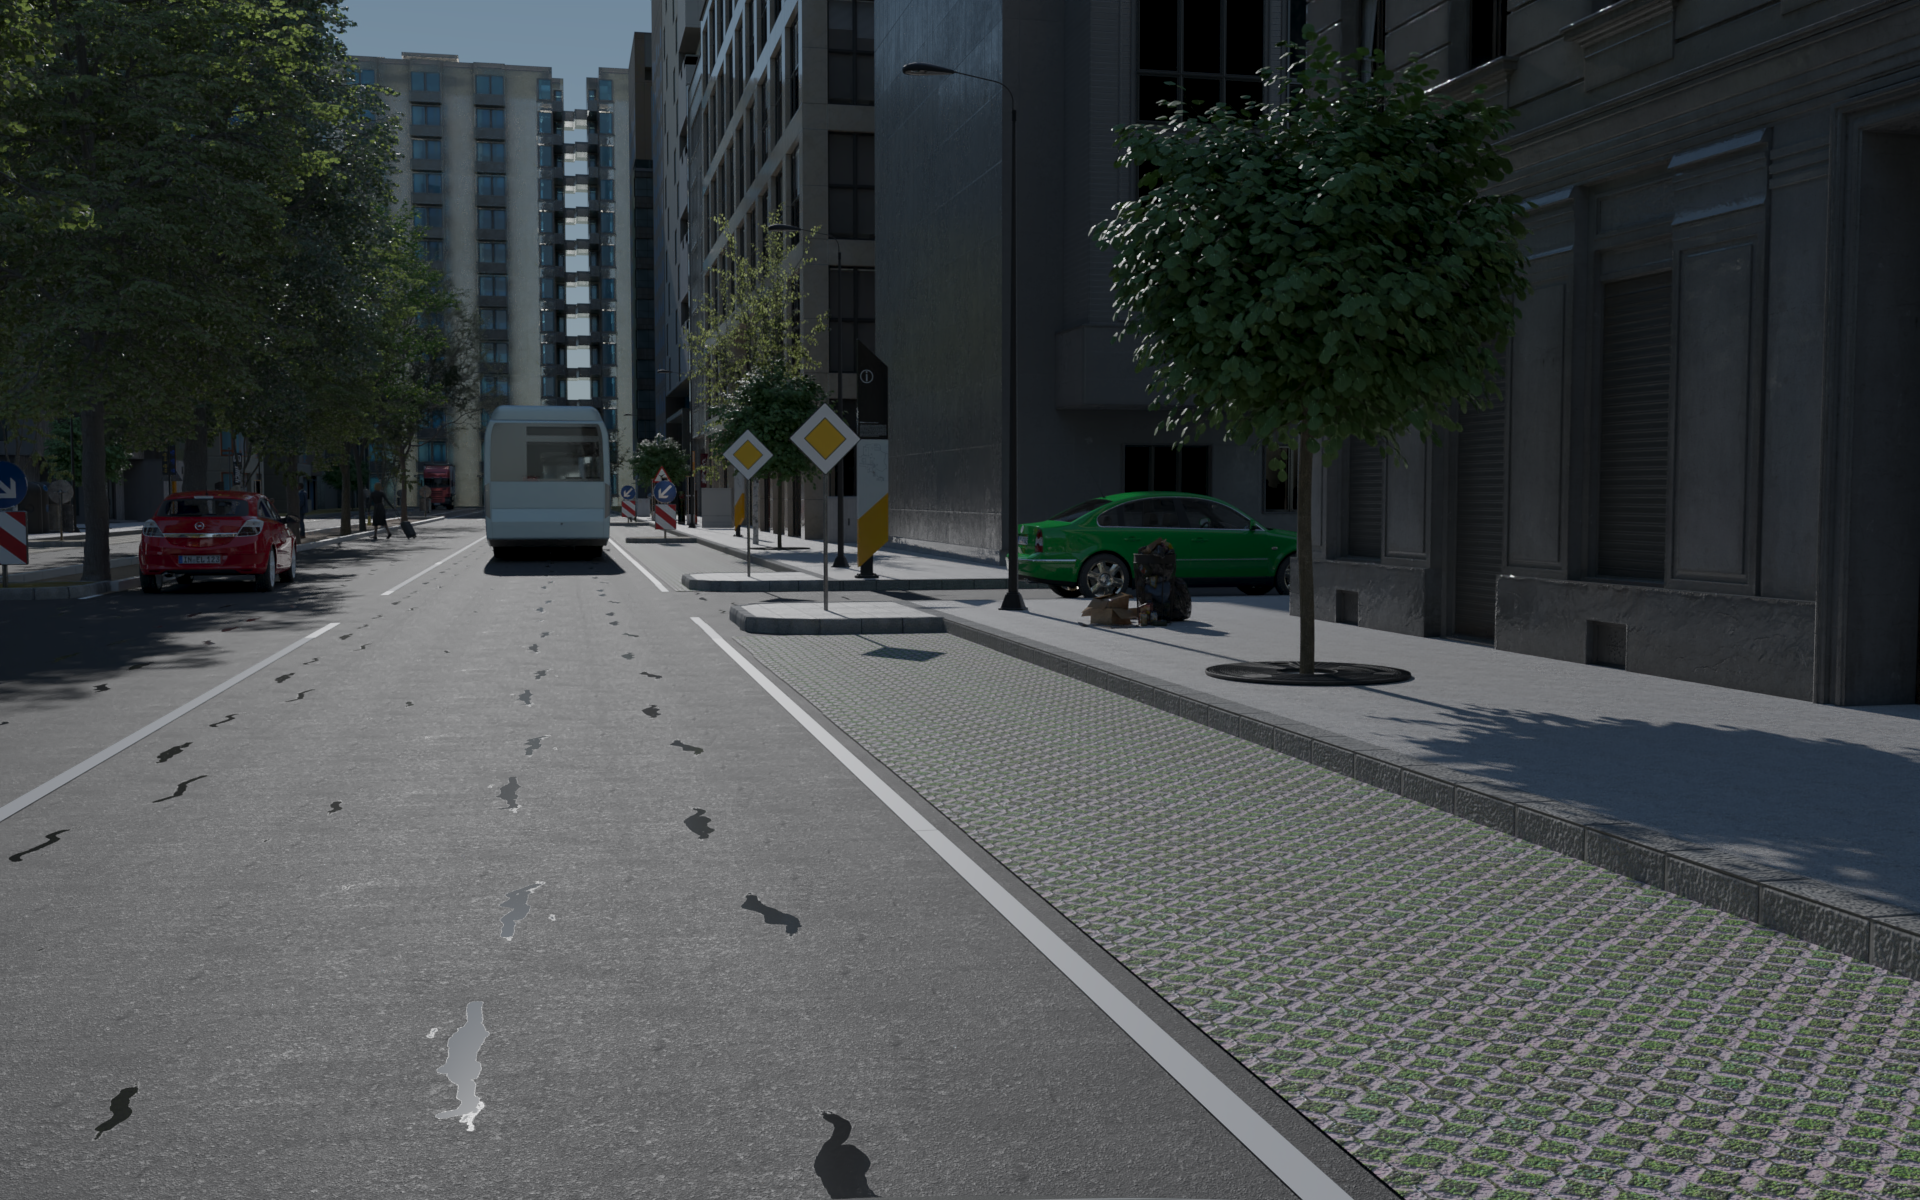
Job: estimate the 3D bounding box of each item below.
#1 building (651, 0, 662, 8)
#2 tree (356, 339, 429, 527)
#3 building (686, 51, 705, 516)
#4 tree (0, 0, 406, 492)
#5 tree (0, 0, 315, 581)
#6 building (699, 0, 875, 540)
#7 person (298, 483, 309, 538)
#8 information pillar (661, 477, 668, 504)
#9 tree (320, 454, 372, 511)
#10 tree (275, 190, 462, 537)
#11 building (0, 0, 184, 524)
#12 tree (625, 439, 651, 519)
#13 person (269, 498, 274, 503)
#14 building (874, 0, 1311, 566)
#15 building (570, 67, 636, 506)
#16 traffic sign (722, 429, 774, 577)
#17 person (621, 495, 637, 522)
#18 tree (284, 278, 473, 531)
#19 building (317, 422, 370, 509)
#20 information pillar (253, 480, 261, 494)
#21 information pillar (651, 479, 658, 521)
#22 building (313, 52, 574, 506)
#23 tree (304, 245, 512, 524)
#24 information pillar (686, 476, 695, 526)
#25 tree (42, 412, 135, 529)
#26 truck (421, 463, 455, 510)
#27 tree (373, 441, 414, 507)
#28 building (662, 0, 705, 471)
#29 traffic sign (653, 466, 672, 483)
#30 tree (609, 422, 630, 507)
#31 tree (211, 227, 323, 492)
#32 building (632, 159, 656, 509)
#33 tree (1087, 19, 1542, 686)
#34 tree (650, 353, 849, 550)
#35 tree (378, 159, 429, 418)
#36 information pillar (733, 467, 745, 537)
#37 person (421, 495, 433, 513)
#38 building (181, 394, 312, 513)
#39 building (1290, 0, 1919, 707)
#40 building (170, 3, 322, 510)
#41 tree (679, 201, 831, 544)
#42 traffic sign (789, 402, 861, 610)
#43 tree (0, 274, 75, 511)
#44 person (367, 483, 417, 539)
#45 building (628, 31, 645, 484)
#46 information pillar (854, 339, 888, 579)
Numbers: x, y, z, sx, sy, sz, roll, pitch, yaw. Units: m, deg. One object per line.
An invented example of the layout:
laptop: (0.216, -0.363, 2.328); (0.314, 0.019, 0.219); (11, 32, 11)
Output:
building: (-17.308, -29.936, 139.561); (14.600, 45.320, 14.200); (-1, 4, -13)
tree: (-24.653, -7.394, 73.717); (4.737, 8.622, 4.395); (0, 3, 0)
building: (-7.644, -16.768, 92.172); (12.078, 24.808, 19.932); (-1, 4, -13)
tree: (-16.003, -7.750, 35.831); (9.857, 13.997, 8.962); (0, 3, 0)
tree: (-13.490, -6.489, 26.679); (7.486, 12.596, 7.792); (0, 3, 0)
building: (1.181, -16.018, 66.409); (19.350, 26.468, 34.151); (-1, 4, -13)
person: (-21.198, -2.879, 55.751); (0.419, 1.800, 0.721); (-1, 4, -19)
information pillar: (-12.748, -4.300, 74.795); (0.304, 2.012, 0.304); (0, 4, -8)
tree: (-49.789, -9.657, 141.610); (4.285, 4.588, 4.351); (0, 3, 0)
tree: (-20.615, -7.942, 58.057); (9.928, 11.665, 9.643); (0, 3, 0)
building: (-42.954, -18.558, 75.130); (14.160, 30.474, 14.107); (-1, 4, -13)
tree: (-15.597, -6.494, 89.897); (4.285, 4.588, 4.351); (0, 3, 0)
person: (-28.319, -3.558, 71.336); (0.373, 1.253, 0.362); (-1, 4, -21)
building: (14.025, -13.422, 38.522); (30.058, 24.678, 14.314); (-1, 4, -13)
building: (-28.003, -35.303, 196.808); (30.456, 49.044, 23.786); (-1, 4, -13)
traffic sign: (-3.281, -1.418, 26.827); (0.795, 2.450, 0.064); (-1, 4, -13)
person: (-16.067, -4.592, 84.059); (0.782, 1.767, 0.515); (-1, 4, -10)
tree: (-23.019, -7.936, 66.616); (8.767, 10.594, 7.601); (-1, 4, -13)
building: (-69.990, -51.316, 151.683); (31.000, 86.520, 22.319); (-1, 4, -13)
information pillar: (-37.168, -5.330, 91.642); (0.304, 2.012, 0.304); (-3, 4, -38)
information pillar: (-14.519, -4.764, 82.378); (0.304, 2.012, 0.304); (-1, 4, -19)
building: (-57.937, -34.953, 191.086); (30.456, 49.044, 23.786); (-1, 4, -13)
tree: (-26.617, -10.386, 82.633); (12.009, 13.543, 11.850); (0, 3, 0)
information pillar: (-10.998, -4.050, 70.710); (0.304, 2.012, 0.304); (-1, 4, -23)
tree: (-32.001, -4.885, 63.583); (4.285, 4.588, 4.351); (0, 3, 0)
truck: (-48.391, -10.524, 160.976); (2.839, 4.237, 11.283); (-1, 4, -14)
tree: (-56.110, -13.535, 171.662); (4.360, 8.622, 3.978); (0, 3, 0)
building: (-6.307, -32.494, 120.512); (28.713, 52.752, 27.495); (-1, 4, -13)
traffic sign: (-13.720, -4.880, 79.790); (0.884, 2.594, 0.081); (-1, 4, -9)
tree: (-35.609, -13.821, 176.331); (4.360, 8.622, 3.978); (0, 3, 0)
tree: (-17.948, -5.532, 43.260); (4.737, 8.622, 4.395); (0, 3, 0)
building: (-21.865, -23.349, 153.463); (14.160, 30.474, 14.107); (-1, 4, -13)
tree: (2.515, -1.742, 12.198); (4.285, 4.588, 4.351); (0, 3, 0)
tree: (-4.141, -3.452, 40.154); (4.285, 4.588, 4.351); (0, 3, 0)
tree: (-19.189, -7.875, 49.336); (7.486, 12.596, 7.792); (0, 3, 0)
information pillar: (-6.622, -3.703, 51.904); (0.183, 3.616, 0.504); (-3, 4, -36)
person: (-40.295, -7.429, 130.697); (1.217, 1.736, 0.721); (1, 4, 21)
building: (-56.934, -16.020, 106.965); (27.650, 21.520, 28.899); (-1, 4, -13)
building: (10.053, -9.840, 10.040); (9.793, 20.994, 18.267); (-1, 4, -13)
building: (-56.028, -29.261, 128.522); (14.600, 45.320, 14.200); (-1, 4, -13)
tree: (-5.258, -5.741, 44.233); (4.360, 8.622, 3.978); (0, 3, 0)
traffic sign: (-1.483, -0.942, 19.046); (0.795, 2.450, 0.064); (-1, 4, -13)
tree: (-28.966, -6.282, 53.075); (4.737, 8.622, 4.395); (0, 3, 0)
person: (-18.259, -2.859, 55.460); (1.509, 1.804, 0.699); (1, 4, 12)
building: (-24.513, -31.633, 167.318); (14.600, 45.320, 14.200); (-1, 4, -13)
information pillar: (-1.344, -2.139, 26.322); (0.504, 3.616, 0.183); (-1, 4, -17)
